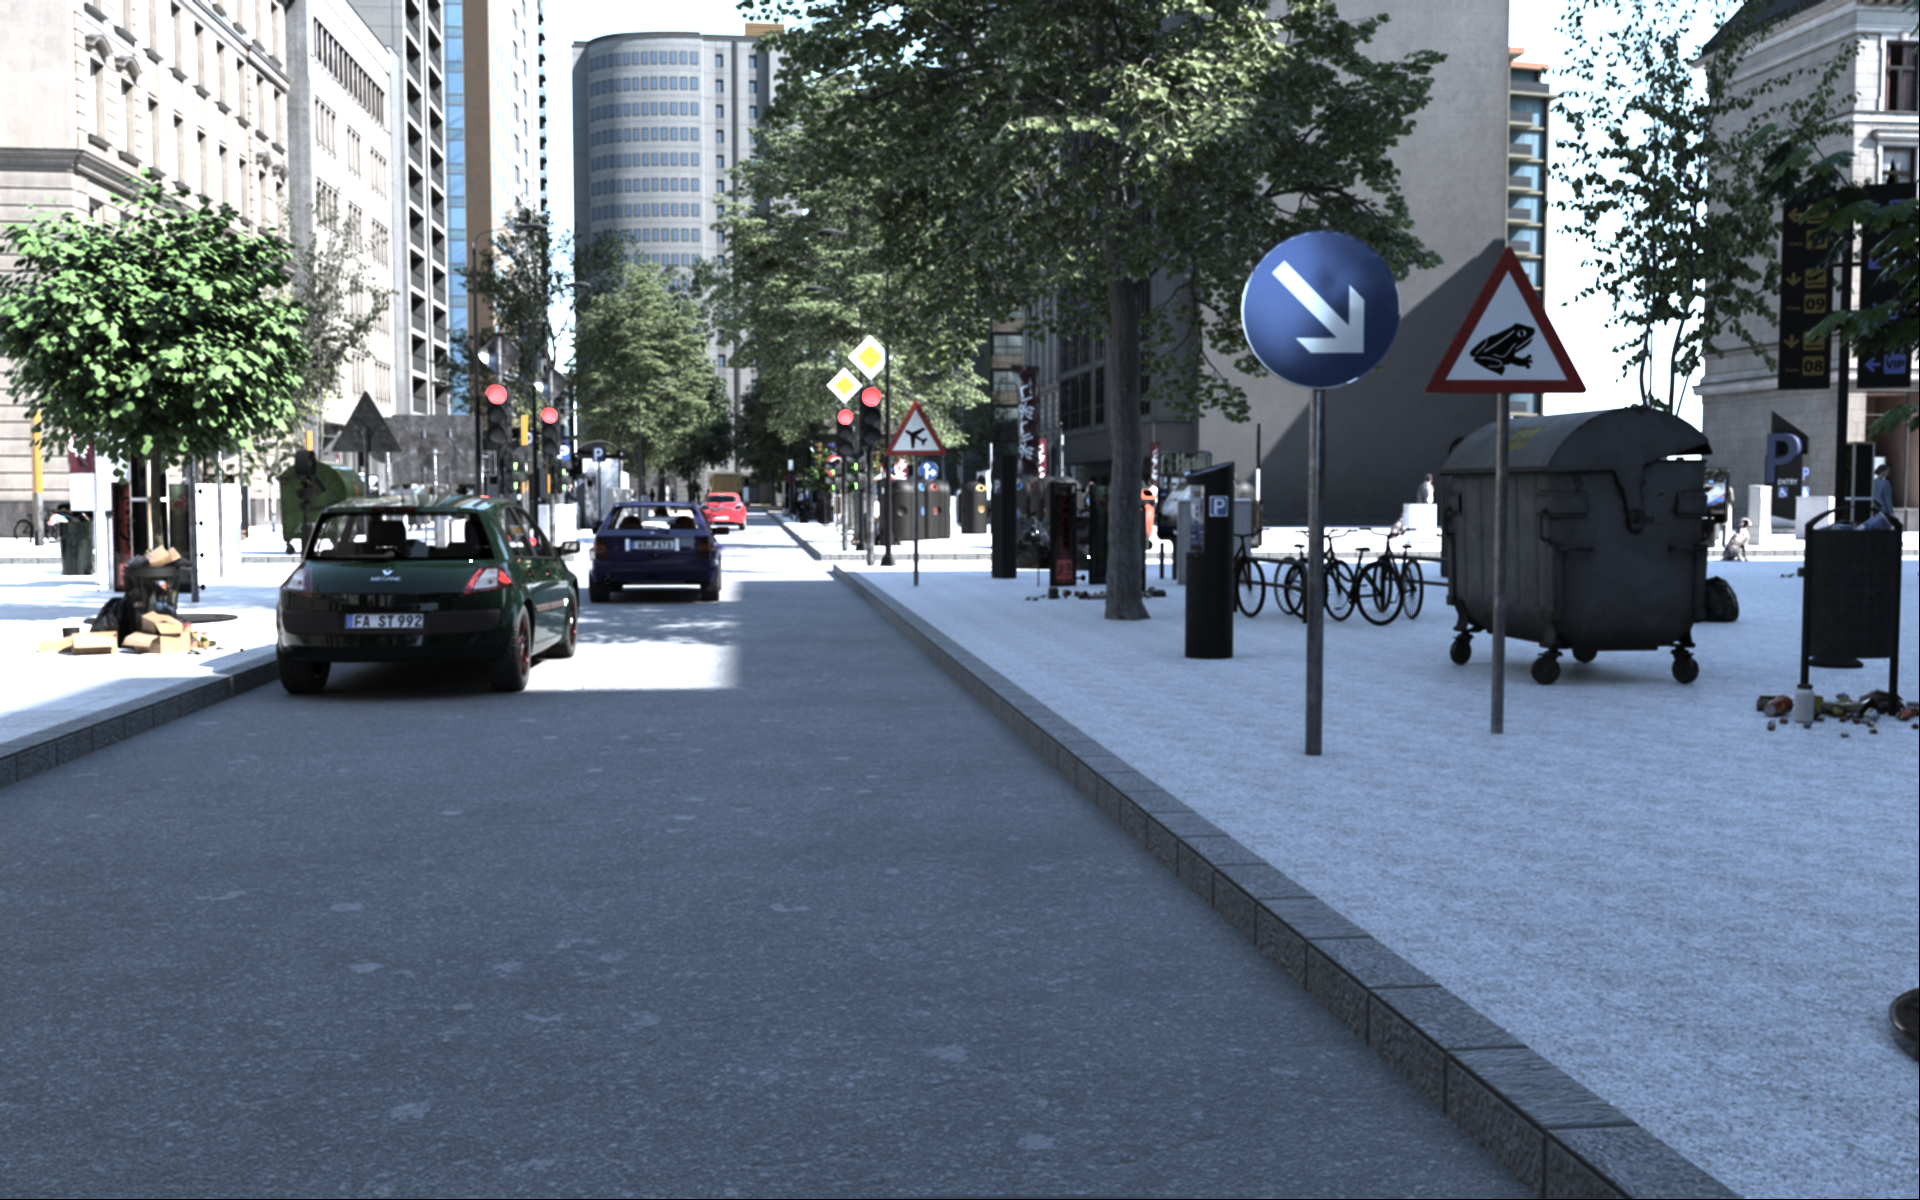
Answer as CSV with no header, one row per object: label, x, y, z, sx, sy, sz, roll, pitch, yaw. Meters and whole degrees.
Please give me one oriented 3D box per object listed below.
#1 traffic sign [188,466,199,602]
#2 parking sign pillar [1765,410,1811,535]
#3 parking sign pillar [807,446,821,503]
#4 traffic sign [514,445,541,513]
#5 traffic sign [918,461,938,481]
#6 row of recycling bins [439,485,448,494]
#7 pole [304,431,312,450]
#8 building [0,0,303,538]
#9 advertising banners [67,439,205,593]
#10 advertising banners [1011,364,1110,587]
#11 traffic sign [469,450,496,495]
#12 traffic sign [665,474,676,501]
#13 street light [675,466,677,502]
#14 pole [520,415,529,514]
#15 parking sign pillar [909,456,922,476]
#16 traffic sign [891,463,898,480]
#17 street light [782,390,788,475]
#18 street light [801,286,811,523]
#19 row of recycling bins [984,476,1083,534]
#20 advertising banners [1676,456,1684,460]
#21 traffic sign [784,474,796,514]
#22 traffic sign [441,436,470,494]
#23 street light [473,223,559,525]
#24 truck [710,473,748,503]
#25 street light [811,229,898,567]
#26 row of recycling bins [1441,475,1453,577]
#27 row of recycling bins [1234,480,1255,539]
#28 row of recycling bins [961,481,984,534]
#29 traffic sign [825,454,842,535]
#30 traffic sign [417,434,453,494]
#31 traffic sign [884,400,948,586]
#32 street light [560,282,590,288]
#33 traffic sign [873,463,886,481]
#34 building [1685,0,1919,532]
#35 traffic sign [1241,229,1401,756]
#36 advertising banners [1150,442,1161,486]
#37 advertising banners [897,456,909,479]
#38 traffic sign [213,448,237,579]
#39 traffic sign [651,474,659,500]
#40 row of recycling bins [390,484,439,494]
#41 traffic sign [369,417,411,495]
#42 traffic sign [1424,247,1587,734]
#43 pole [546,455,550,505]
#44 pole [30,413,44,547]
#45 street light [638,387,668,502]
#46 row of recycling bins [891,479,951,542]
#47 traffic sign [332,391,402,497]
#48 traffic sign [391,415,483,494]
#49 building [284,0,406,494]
traffic sign,-9.068,-1.245,20.460,0.768,2.556,0.104,0,4,-4
parking sign pillar,26.328,-4.076,55.120,1.447,3.967,1.447,-2,4,-30
parking sign pillar,-8.262,-6.695,97.929,1.447,3.967,1.447,1,4,14
traffic sign,-11.213,-2.732,44.773,0.768,2.556,0.104,0,4,2
traffic sign,-1.211,-4.065,66.564,0.768,2.556,0.104,0,4,-1
row of recycling bins,-24.840,-4.606,82.427,1.069,1.692,3.534,-1,4,-20
pole,-21.085,-3.810,56.141,0.158,3.312,0.155,0,3,0
building,-32.536,-16.122,60.850,12.463,27.353,25.104,0,4,-7
advertising banners,-10.819,-1.613,22.568,2.074,3.025,0.090,1,4,12
advertising banners,1.464,-1.709,24.128,2.074,3.025,0.090,-3,5,-41
traffic sign,-11.197,-2.355,40.627,0.606,2.300,0.079,0,4,-3
traffic sign,-18.575,-6.782,110.993,0.768,2.556,0.104,0,4,-4
street light,-17.910,-8.549,112.318,1.470,5.913,1.316,0,4,-7
pole,-11.299,-3.126,44.956,0.158,3.312,0.155,0,3,0
parking sign pillar,-2.862,-7.438,110.082,1.447,3.967,1.447,-2,4,-32
traffic sign,-2.551,-4.292,70.276,0.768,2.556,0.104,0,4,-3
street light,-7.403,-6.345,76.279,1.470,5.913,1.316,0,4,-7
street light,-2.760,-4.055,38.844,1.470,5.913,1.316,0,4,-7
row of recycling bins,1.855,-2.068,40.918,1.069,1.692,3.534,-2,4,-24
advertising banners,33.829,-5.129,80.050,0.090,3.025,2.074,-1,4,-22
traffic sign,-10.690,-6.647,108.776,0.768,2.556,0.104,0,4,-1
traffic sign,-11.488,-2.385,38.999,0.884,2.594,0.081,0,4,-3
street light,-7.753,-3.501,29.790,1.470,5.913,1.316,0,4,-7
truck,-20.808,-9.741,155.196,3.469,3.379,9.791,0,4,-5
street light,-1.810,-3.548,30.544,1.470,5.913,1.316,0,4,-7
row of recycling bins,9.231,-1.197,26.690,3.534,1.692,1.069,0,4,-2
row of recycling bins,7.847,-2.690,51.088,1.069,1.692,3.534,-1,4,-8
row of recycling bins,1.786,-2.987,55.943,3.534,1.692,1.069,0,4,-4
traffic sign,-3.885,-3.344,54.788,0.768,2.556,0.104,0,4,-2
traffic sign,-11.148,-2.244,36.800,0.768,2.556,0.104,0,4,2
traffic sign,-0.615,-1.475,24.115,0.884,2.594,0.081,0,4,-2
street light,-8.796,-4.005,38.030,1.470,5.913,1.316,0,4,-7
traffic sign,-3.183,-4.232,69.204,0.884,2.594,0.081,0,4,-5
building,29.991,-12.869,61.318,40.483,20.767,10.553,0,4,-7
traffic sign,1.743,-0.511,8.456,0.768,2.556,0.104,0,4,3
advertising banners,6.141,-3.857,59.242,0.090,3.025,2.074,-3,4,-38
advertising banners,-1.505,-4.388,67.933,2.074,3.025,0.090,-1,4,-9
traffic sign,-11.170,-1.591,26.127,0.768,2.556,0.104,0,4,-6
traffic sign,-19.616,-6.874,112.387,0.884,2.594,0.081,0,4,-1
row of recycling bins,-23.156,-4.031,73.014,1.069,1.692,3.534,0,4,1
traffic sign,-9.494,-1.752,28.743,0.768,2.556,0.104,0,4,-3
traffic sign,2.882,-0.564,9.222,0.884,2.594,0.081,0,4,-5
pole,-16.910,-4.736,71.277,0.158,3.312,0.155,0,3,0
pole,-22.552,-2.965,42.322,0.158,3.312,0.155,0,3,0
street light,-13.414,-6.291,75.398,1.470,5.913,1.316,0,4,-7
row of recycling bins,-1.197,-2.525,48.397,1.069,1.692,3.534,1,4,21
traffic sign,-7.503,-1.341,21.925,0.884,2.594,0.081,0,4,-1
traffic sign,-13.457,-3.105,44.639,2.265,3.308,0.079,0,4,-7
building,-34.921,-16.224,83.281,12.078,24.808,19.932,0,4,-7
